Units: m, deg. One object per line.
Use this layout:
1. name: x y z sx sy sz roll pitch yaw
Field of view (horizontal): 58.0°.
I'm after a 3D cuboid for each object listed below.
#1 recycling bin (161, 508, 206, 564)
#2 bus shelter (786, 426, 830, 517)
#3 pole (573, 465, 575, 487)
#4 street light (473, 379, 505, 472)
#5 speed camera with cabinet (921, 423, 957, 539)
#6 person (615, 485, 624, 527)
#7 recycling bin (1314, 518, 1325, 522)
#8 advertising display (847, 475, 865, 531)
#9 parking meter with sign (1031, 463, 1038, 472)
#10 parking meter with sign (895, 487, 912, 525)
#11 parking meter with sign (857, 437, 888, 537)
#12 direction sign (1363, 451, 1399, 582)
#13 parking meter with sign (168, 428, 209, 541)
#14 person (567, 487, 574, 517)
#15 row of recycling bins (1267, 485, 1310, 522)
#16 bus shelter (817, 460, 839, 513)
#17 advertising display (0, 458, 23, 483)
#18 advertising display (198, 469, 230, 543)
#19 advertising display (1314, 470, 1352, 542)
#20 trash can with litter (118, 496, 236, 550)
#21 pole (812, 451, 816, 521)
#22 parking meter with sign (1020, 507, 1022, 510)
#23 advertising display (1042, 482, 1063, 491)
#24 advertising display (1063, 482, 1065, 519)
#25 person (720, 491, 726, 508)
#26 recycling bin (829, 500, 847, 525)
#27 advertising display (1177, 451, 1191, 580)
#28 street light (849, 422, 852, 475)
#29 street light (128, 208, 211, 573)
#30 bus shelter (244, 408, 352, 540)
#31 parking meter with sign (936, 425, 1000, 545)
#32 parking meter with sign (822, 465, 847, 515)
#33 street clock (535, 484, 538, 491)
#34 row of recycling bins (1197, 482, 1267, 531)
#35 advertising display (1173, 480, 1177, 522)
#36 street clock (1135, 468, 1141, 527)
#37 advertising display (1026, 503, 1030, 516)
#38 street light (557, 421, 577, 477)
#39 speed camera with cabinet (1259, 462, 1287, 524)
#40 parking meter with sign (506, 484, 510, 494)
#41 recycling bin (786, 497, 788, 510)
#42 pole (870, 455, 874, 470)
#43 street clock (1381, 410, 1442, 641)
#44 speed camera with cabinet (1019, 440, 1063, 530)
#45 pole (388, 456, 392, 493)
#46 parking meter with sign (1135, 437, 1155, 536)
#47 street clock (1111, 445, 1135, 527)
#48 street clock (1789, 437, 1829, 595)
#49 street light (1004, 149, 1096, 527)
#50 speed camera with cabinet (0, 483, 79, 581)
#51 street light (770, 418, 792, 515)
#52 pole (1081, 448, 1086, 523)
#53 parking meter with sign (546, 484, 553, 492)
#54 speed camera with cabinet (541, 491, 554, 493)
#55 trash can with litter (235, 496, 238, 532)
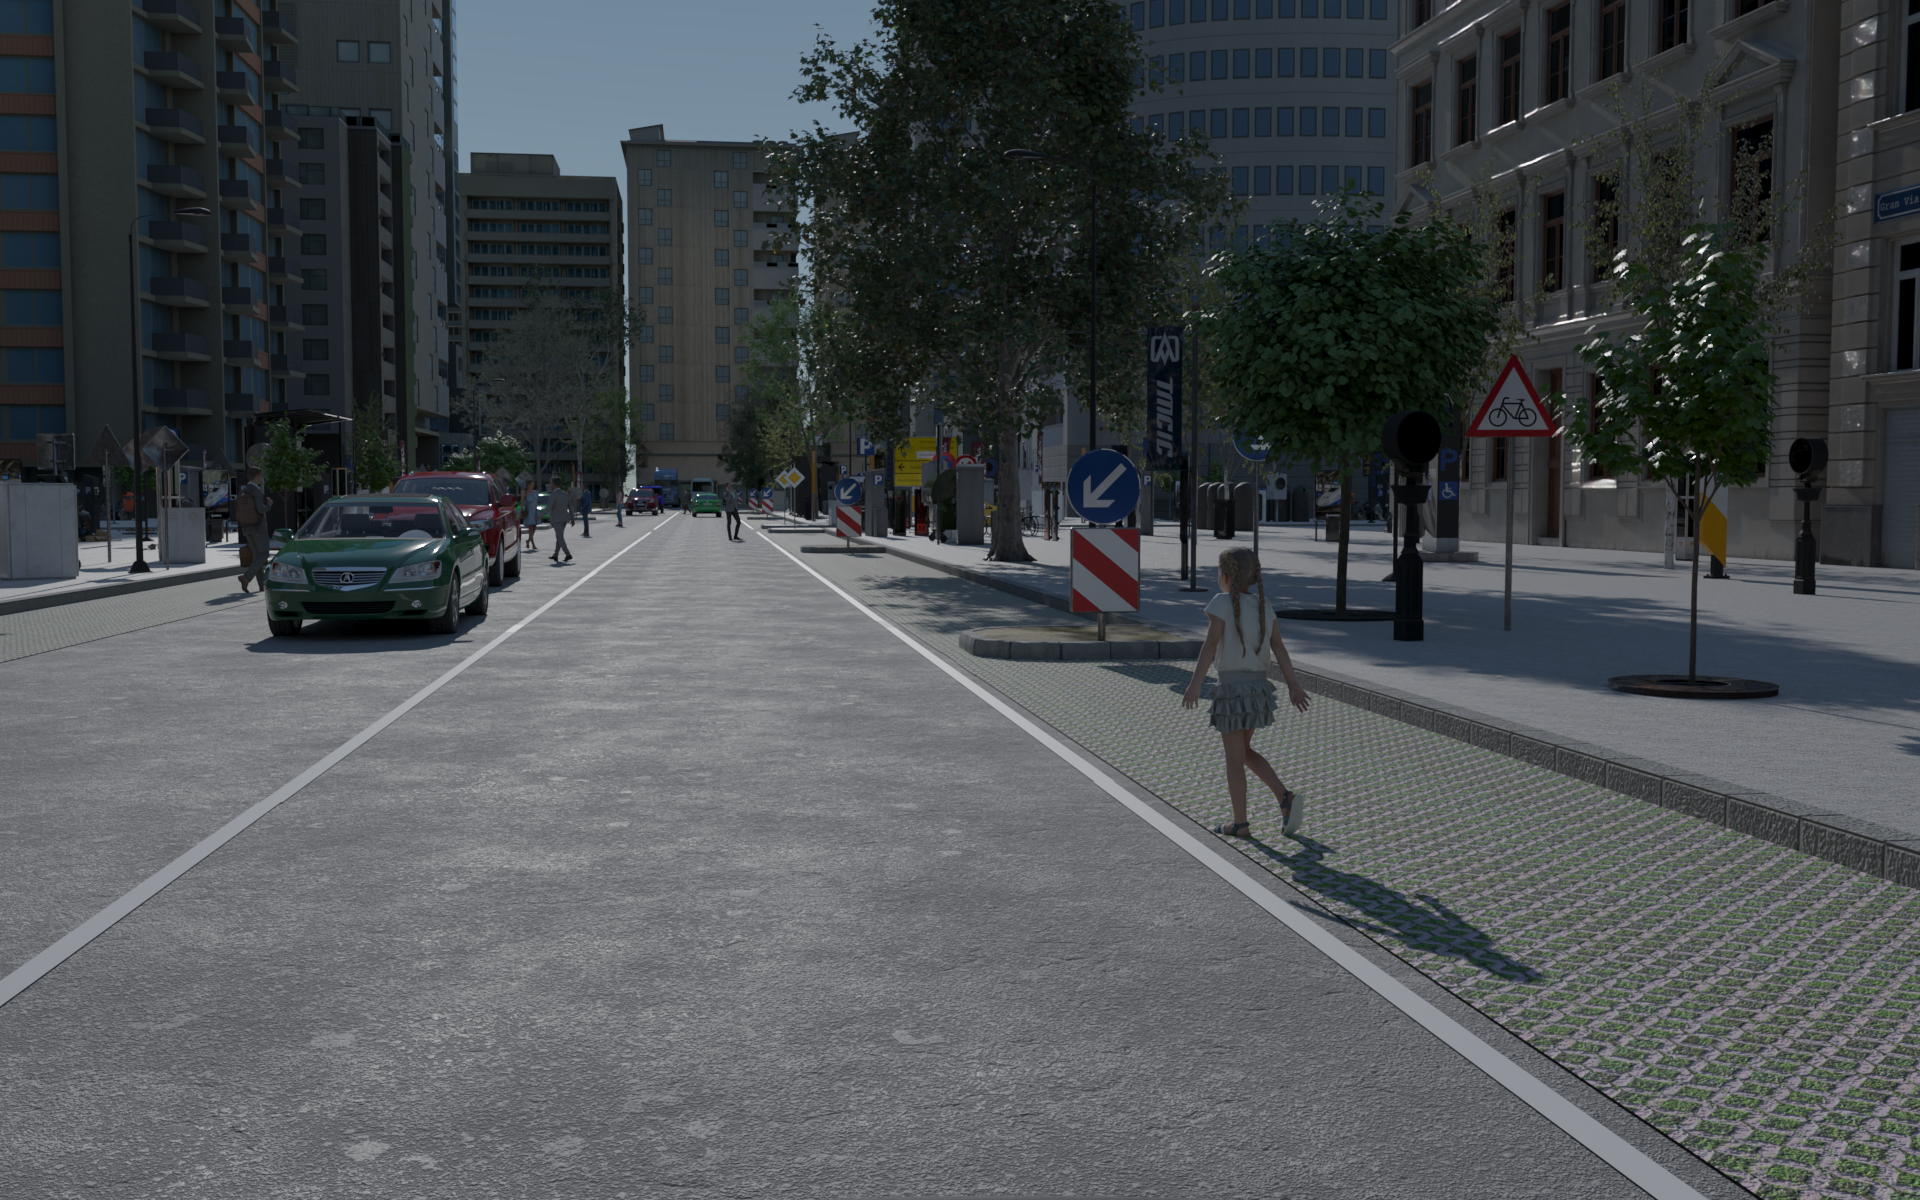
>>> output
1. recycling bin: -14.394 -1.197 32.133 0.722 1.027 0.722 -1 4 -23
2. bus shelter: -8.802 -7.449 99.428 2.179 5.291 8.768 -1 4 -8
3. pole: -26.916 -7.749 120.541 0.158 3.312 0.155 0 3 0
4. street light: -19.045 -5.958 69.952 1.470 5.913 1.316 -1 4 -8
5. speed camera with cabinet: -0.522 -3.332 48.815 0.660 3.252 2.038 1 4 17
6. person: -14.981 -4.148 76.327 0.388 1.821 0.555 0 4 3
7. recycling bin: 16.593 -4.053 78.814 0.722 1.027 0.722 -2 4 -23
8. advertising display: -3.400 -3.322 59.522 0.974 1.923 0.123 -1 4 -22
9. parking meter with sign: 3.675 -6.125 96.398 0.543 3.016 1.738 -3 4 -37
10. parking meter with sign: -2.379 -4.696 73.048 1.738 3.016 0.543 1 4 10
11. parking meter with sign: -2.603 -3.443 52.549 0.543 3.016 1.738 -1 4 -21
12. direction sign: 6.401 -2.042 25.384 0.876 3.537 0.379 3 5 43
13. parking meter with sign: -20.790 -3.093 46.824 0.543 3.016 1.738 1 4 11
14. person: -21.800 -5.420 97.098 0.573 1.828 0.580 1 4 23
15. row of recycling bins: 14.381 -4.465 80.108 3.534 1.692 1.069 1 4 11
16. bus shelter: -9.344 -7.819 119.131 1.731 3.624 6.357 -1 4 -8
17. advertising display: -17.191 -1.579 31.038 0.123 1.923 0.974 1 4 14
18. advertising display: -19.702 -2.481 45.780 0.123 1.923 0.974 1 4 19
19. advertising display: 10.008 -2.525 46.503 0.974 1.923 0.123 1 4 8
20. trash can with litter: -18.482 -1.801 40.508 1.678 1.210 2.233 1 4 16
21. pole: -6.874 -5.353 81.368 0.158 3.312 0.155 0 3 0
22. parking meter with sign: 1.649 -3.616 55.379 0.543 3.016 1.738 1 4 10
23. advertising display: 4.701 -5.149 89.394 0.974 1.923 0.123 1 4 16
24. advertising display: 5.426 -5.223 90.602 0.123 1.923 0.974 0 4 5
25. person: -24.063 -10.272 177.174 1.217 1.743 0.721 0 4 4
26. recycling bin: -5.021 -3.615 71.666 0.722 1.027 0.722 -1 4 -15
27. advertising display: 3.400 -1.279 26.133 0.123 1.923 0.974 1 4 10
28. street light: -4.558 -5.561 63.471 1.470 5.913 1.316 -1 4 -8
29. street light: -12.852 -3.403 28.177 1.470 5.913 1.316 -1 4 -8
30. bus shelter: -19.082 -3.609 50.284 1.731 3.624 6.357 -1 4 -8
31. parking meter with sign: 0.276 -2.903 43.726 1.738 3.016 0.543 0 4 -5
32. parking meter with sign: -7.692 -6.693 105.692 1.738 3.016 0.543 3 5 42
33. street clock: -31.931 -7.717 130.747 0.358 2.002 0.471 -2 4 -25
34. row of recycling bins: 9.423 -3.317 61.347 1.069 1.692 3.534 -1 4 -19
35. advertising display: 10.059 -4.601 80.443 0.123 1.923 0.974 1 4 20
36. street clock: 4.755 -2.654 47.961 0.471 2.002 0.358 3 5 45
37. advertising display: 3.487 -5.070 88.108 0.974 1.923 0.123 2 4 31
38. street light: -25.016 -8.419 110.197 1.470 5.913 1.316 -1 4 -8
39. speed camera with cabinet: 13.028 -4.893 74.329 2.038 3.252 0.660 -2 4 -25
40. parking meter with sign: -33.008 -7.907 125.532 1.738 3.016 0.543 2 4 31
41. recycling bin: -14.588 -7.922 142.080 0.722 1.027 0.722 -2 4 -34
42. pole: -3.157 -4.184 62.260 0.158 3.312 0.155 0 3 0
43. street clock: 3.931 -0.645 15.120 0.471 2.002 0.358 -1 4 -21
44. speed camera with cabinet: 2.889 -4.336 65.231 0.660 3.252 2.038 -3 4 -38
45. pole: -29.444 -5.853 89.543 0.158 3.312 0.155 0 3 0
46. parking meter with sign: 5.764 -3.511 53.665 0.543 3.016 1.738 0 4 -6
47. street clock: 2.352 -1.287 25.608 0.358 2.002 0.471 1 4 8
48. street clock: 10.810 -1.073 22.113 0.358 2.002 0.471 -1 4 -11
49. street light: 1.284 -3.122 23.589 1.470 5.913 1.316 -1 4 -8
50. speed camera with cabinet: -14.272 -1.915 25.652 0.660 3.252 2.038 3 5 45
51. street light: -10.913 -8.175 106.207 1.470 5.913 1.316 -1 4 -8
52. pole: 5.438 -5.037 76.202 0.158 3.312 0.155 0 3 0
53. parking meter with sign: -32.042 -8.530 135.732 1.738 3.016 0.543 -1 4 -11
54. speed camera with cabinet: -31.323 -8.437 132.284 2.038 3.252 0.660 0 4 7
55. trash can with litter: -24.092 -2.883 58.190 2.233 1.210 1.678 1 4 11
